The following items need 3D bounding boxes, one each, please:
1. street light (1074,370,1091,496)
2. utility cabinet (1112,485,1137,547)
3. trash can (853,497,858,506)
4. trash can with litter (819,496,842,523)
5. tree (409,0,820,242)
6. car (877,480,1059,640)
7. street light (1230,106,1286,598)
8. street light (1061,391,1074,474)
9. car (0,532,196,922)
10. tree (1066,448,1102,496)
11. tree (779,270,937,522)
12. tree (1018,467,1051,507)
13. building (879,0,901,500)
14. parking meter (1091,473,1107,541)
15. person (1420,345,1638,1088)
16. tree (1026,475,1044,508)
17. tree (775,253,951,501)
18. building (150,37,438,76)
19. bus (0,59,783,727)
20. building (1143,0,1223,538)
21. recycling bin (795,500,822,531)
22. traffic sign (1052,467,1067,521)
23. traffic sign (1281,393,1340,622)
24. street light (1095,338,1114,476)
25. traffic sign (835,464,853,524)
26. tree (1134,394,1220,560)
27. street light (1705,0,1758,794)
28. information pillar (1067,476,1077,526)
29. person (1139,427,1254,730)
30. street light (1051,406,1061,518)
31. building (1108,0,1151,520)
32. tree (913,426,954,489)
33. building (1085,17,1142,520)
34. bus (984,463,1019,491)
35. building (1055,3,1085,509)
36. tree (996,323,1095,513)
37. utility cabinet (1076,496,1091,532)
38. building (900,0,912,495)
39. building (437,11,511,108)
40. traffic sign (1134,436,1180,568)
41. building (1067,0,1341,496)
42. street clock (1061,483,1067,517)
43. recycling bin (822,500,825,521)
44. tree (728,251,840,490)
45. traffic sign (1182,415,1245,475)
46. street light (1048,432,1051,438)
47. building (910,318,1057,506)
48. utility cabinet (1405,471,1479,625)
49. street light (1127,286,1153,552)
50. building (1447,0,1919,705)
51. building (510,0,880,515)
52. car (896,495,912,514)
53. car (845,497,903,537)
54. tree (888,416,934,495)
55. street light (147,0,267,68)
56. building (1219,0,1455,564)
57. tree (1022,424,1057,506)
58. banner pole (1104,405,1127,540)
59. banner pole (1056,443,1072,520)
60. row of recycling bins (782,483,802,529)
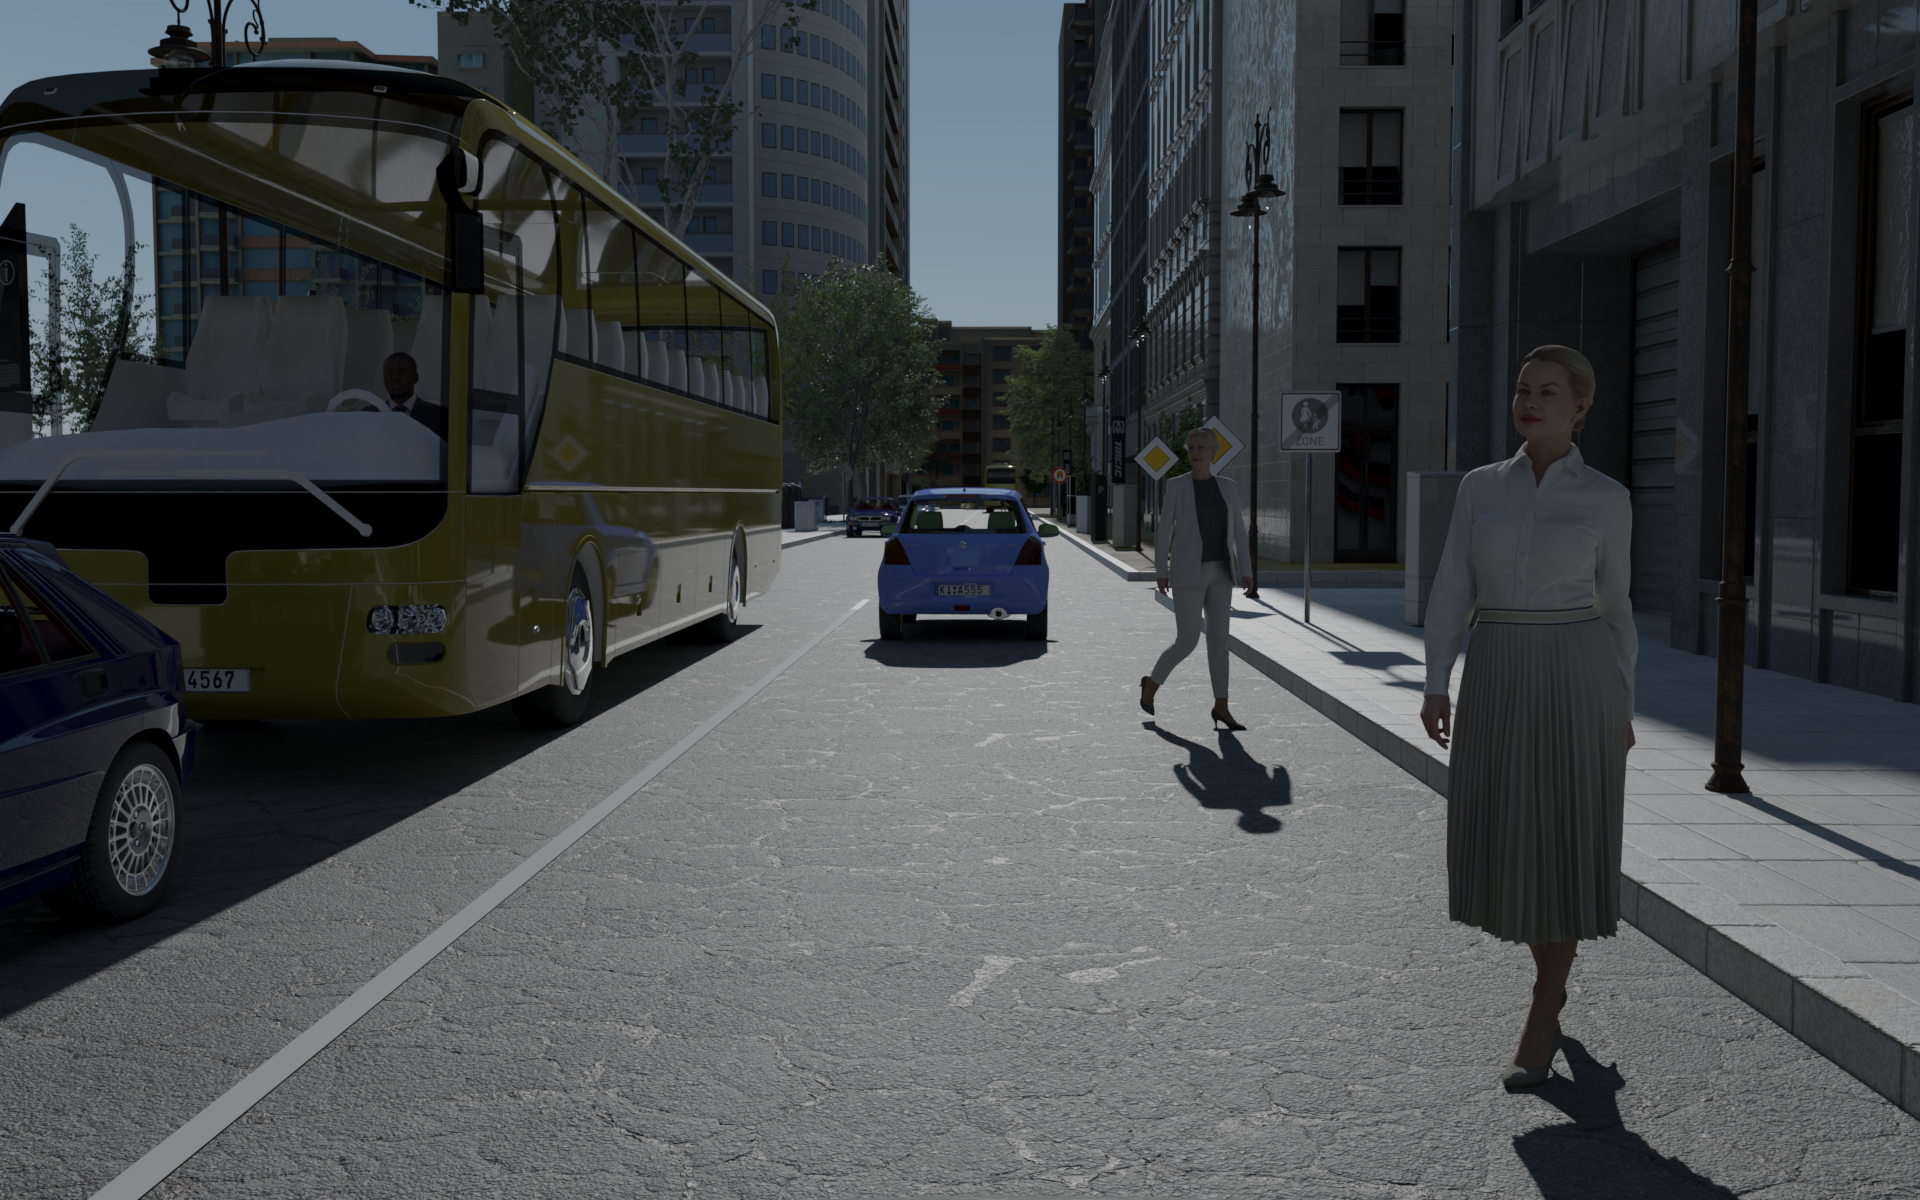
[{"bbox_3d":[4.645,-5.617,64.625,0.468,5.910,1.993,0,4,1],"label":"street light"},{"bbox_3d":[4.006,-2.026,41.805,0.318,1.500,1.173,2,4,25],"label":"utility cabinet"},{"bbox_3d":[-5.835,-5.234,97.230,0.748,1.137,0.748,0,3,0],"label":"trash can"},{"bbox_3d":[-6.057,-4.021,76.803,1.678,1.210,2.233,0,4,-4],"label":"trash can with litter"},{"bbox_3d":[-8.025,-11.214,39.245,12.611,20.169,13.585,0,3,0],"label":"tree"},{"bbox_3d":[0.087,-0.535,18.331,1.945,1.707,3.694,0,4,2],"label":"car"},{"bbox_3d":[3.618,-2.962,21.221,0.468,5.910,1.993,0,4,1],"label":"street light"},{"bbox_3d":[4.941,-6.411,77.606,0.468,5.910,1.993,0,4,1],"label":"street light"},{"bbox_3d":[-3.641,0.490,4.569,1.945,1.354,3.894,0,4,2],"label":"car"},{"bbox_3d":[5.108,-4.806,73.187,1.663,3.219,1.824,0,3,0],"label":"tree"},{"bbox_3d":[-4.877,-9.395,79.356,9.928,11.665,9.643,0,3,0],"label":"tree"},{"bbox_3d":[7.510,-11.738,175.635,4.285,4.588,4.351,0,3,0],"label":"tree"},{"bbox_3d":[-16.207,-31.812,143.821,21.300,48.544,21.600,0,4,1],"label":"building"},{"bbox_3d":[3.824,-2.569,47.713,0.399,1.863,0.255,-2,4,-28],"label":"parking meter"},{"bbox_3d":[1.475,0.265,4.399,0.478,1.798,0.641,3,4,39],"label":"person"},{"bbox_3d":[7.239,-10.178,161.012,1.663,3.219,1.824,0,3,0],"label":"tree"},{"bbox_3d":[-5.227,-11.235,90.351,9.857,13.997,8.962,0,3,0],"label":"tree"},{"bbox_3d":[-61.943,-31.477,169.272,28.867,44.769,22.147,0,4,1],"label":"building"},{"bbox_3d":[-3.455,-1.367,13.899,2.896,3.916,12.252,0,4,2],"label":"bus"},{"bbox_3d":[10.930,-12.352,51.107,9.793,20.994,18.267,0,4,1],"label":"building"},{"bbox_3d":[-5.284,-2.885,59.732,0.722,1.027,0.722,0,4,6],"label":"recycling bin"},{"bbox_3d":[4.710,-4.994,81.756,0.768,2.556,0.104,0,4,5],"label":"traffic sign"},{"bbox_3d":[3.470,-0.925,17.250,0.606,2.300,0.079,0,4,3],"label":"traffic sign"},{"bbox_3d":[4.281,-4.817,51.552,0.468,5.910,1.993,0,4,1],"label":"street light"},{"bbox_3d":[-4.908,-4.465,73.109,0.768,2.556,0.104,0,4,4],"label":"traffic sign"},{"bbox_3d":[4.509,-2.393,33.725,1.663,3.219,1.824,0,3,0],"label":"tree"},{"bbox_3d":[3.325,-2.112,7.327,0.468,5.910,1.993,0,4,1],"label":"street light"},{"bbox_3d":[4.487,-3.977,69.518,0.304,2.012,0.304,-1,4,-18],"label":"information pillar"},{"bbox_3d":[1.458,-0.145,10.754,0.514,1.842,0.818,-3,4,-37],"label":"person"},{"bbox_3d":[5.180,-7.224,90.893,0.468,5.910,1.993,0,4,1],"label":"street light"},{"bbox_3d":[14.017,-17.066,72.532,14.314,27.812,24.014,0,4,1],"label":"building"},{"bbox_3d":[-2.636,-13.915,177.869,4.360,8.622,3.978,0,3,0],"label":"tree"},{"bbox_3d":[14.048,-18.889,94.744,13.634,28.700,20.117,0,4,1],"label":"building"},{"bbox_3d":[3.294,-8.952,137.913,2.896,3.916,12.252,0,4,2],"label":"bus"},{"bbox_3d":[15.970,-30.981,156.647,14.600,45.320,14.200,0,4,1],"label":"building"},{"bbox_3d":[6.276,-12.032,114.842,7.486,12.596,7.792,0,3,0],"label":"tree"},{"bbox_3d":[4.234,-2.883,58.303,0.306,1.237,1.020,-1,4,-17],"label":"utility cabinet"},{"bbox_3d":[-15.590,-44.664,168.510,20.611,71.187,20.563,0,4,1],"label":"building"},{"bbox_3d":[-36.718,-33.320,168.486,21.600,48.544,21.300,0,4,1],"label":"building"},{"bbox_3d":[3.392,-1.609,29.952,0.795,2.450,0.064,0,4,1],"label":"traffic sign"},{"bbox_3d":[19.667,-29.386,135.081,22.147,44.769,28.867,0,4,1],"label":"building"},{"bbox_3d":[5.934,-5.739,98.403,0.358,2.002,0.471,-1,4,-14],"label":"street clock"},{"bbox_3d":[-6.455,-4.033,78.494,0.722,1.027,0.722,0,4,1],"label":"recycling bin"},{"bbox_3d":[-5.802,-6.209,51.881,4.737,8.622,4.395,0,3,0],"label":"tree"},{"bbox_3d":[3.210,-1.121,21.969,0.795,2.450,0.064,0,4,1],"label":"traffic sign"},{"bbox_3d":[5.540,-8.048,104.375,0.468,5.910,1.993,0,4,1],"label":"street light"},{"bbox_3d":[-2.795,-22.007,204.856,28.899,21.520,27.650,0,4,1],"label":"building"},{"bbox_3d":[4.951,-0.500,16.849,1.173,1.500,0.318,-1,4,-11],"label":"utility cabinet"},{"bbox_3d":[3.993,-4.023,38.570,0.468,5.910,1.993,0,4,1],"label":"street light"},{"bbox_3d":[11.449,-11.708,9.452,12.078,24.808,19.932,0,4,1],"label":"building"},{"bbox_3d":[-16.983,-35.270,118.668,21.231,58.520,28.212,0,4,1],"label":"building"},{"bbox_3d":[-1.920,-3.607,70.969,2.014,1.417,4.499,0,4,2],"label":"car"},{"bbox_3d":[-2.882,-2.842,59.044,1.945,1.354,3.894,0,4,3],"label":"car"},{"bbox_3d":[-3.914,-11.021,130.555,4.737,8.622,4.395,0,3,0],"label":"tree"},{"bbox_3d":[-6.262,-2.567,14.755,0.468,5.910,1.993,0,4,1],"label":"street light"},{"bbox_3d":[14.584,-11.098,36.208,16.860,20.320,10.420,0,4,1],"label":"building"},{"bbox_3d":[8.359,-14.217,182.810,4.737,8.622,4.395,0,3,0],"label":"tree"},{"bbox_3d":[4.327,-3.597,48.836,0.863,3.779,0.401,-2,4,-24],"label":"banner pole"},{"bbox_3d":[5.178,-5.859,85.809,0.863,3.779,0.401,-1,4,-23],"label":"banner pole"},{"bbox_3d":[-6.611,-3.547,65.103,1.069,1.692,3.534,0,4,7],"label":"row of recycling bins"}]
